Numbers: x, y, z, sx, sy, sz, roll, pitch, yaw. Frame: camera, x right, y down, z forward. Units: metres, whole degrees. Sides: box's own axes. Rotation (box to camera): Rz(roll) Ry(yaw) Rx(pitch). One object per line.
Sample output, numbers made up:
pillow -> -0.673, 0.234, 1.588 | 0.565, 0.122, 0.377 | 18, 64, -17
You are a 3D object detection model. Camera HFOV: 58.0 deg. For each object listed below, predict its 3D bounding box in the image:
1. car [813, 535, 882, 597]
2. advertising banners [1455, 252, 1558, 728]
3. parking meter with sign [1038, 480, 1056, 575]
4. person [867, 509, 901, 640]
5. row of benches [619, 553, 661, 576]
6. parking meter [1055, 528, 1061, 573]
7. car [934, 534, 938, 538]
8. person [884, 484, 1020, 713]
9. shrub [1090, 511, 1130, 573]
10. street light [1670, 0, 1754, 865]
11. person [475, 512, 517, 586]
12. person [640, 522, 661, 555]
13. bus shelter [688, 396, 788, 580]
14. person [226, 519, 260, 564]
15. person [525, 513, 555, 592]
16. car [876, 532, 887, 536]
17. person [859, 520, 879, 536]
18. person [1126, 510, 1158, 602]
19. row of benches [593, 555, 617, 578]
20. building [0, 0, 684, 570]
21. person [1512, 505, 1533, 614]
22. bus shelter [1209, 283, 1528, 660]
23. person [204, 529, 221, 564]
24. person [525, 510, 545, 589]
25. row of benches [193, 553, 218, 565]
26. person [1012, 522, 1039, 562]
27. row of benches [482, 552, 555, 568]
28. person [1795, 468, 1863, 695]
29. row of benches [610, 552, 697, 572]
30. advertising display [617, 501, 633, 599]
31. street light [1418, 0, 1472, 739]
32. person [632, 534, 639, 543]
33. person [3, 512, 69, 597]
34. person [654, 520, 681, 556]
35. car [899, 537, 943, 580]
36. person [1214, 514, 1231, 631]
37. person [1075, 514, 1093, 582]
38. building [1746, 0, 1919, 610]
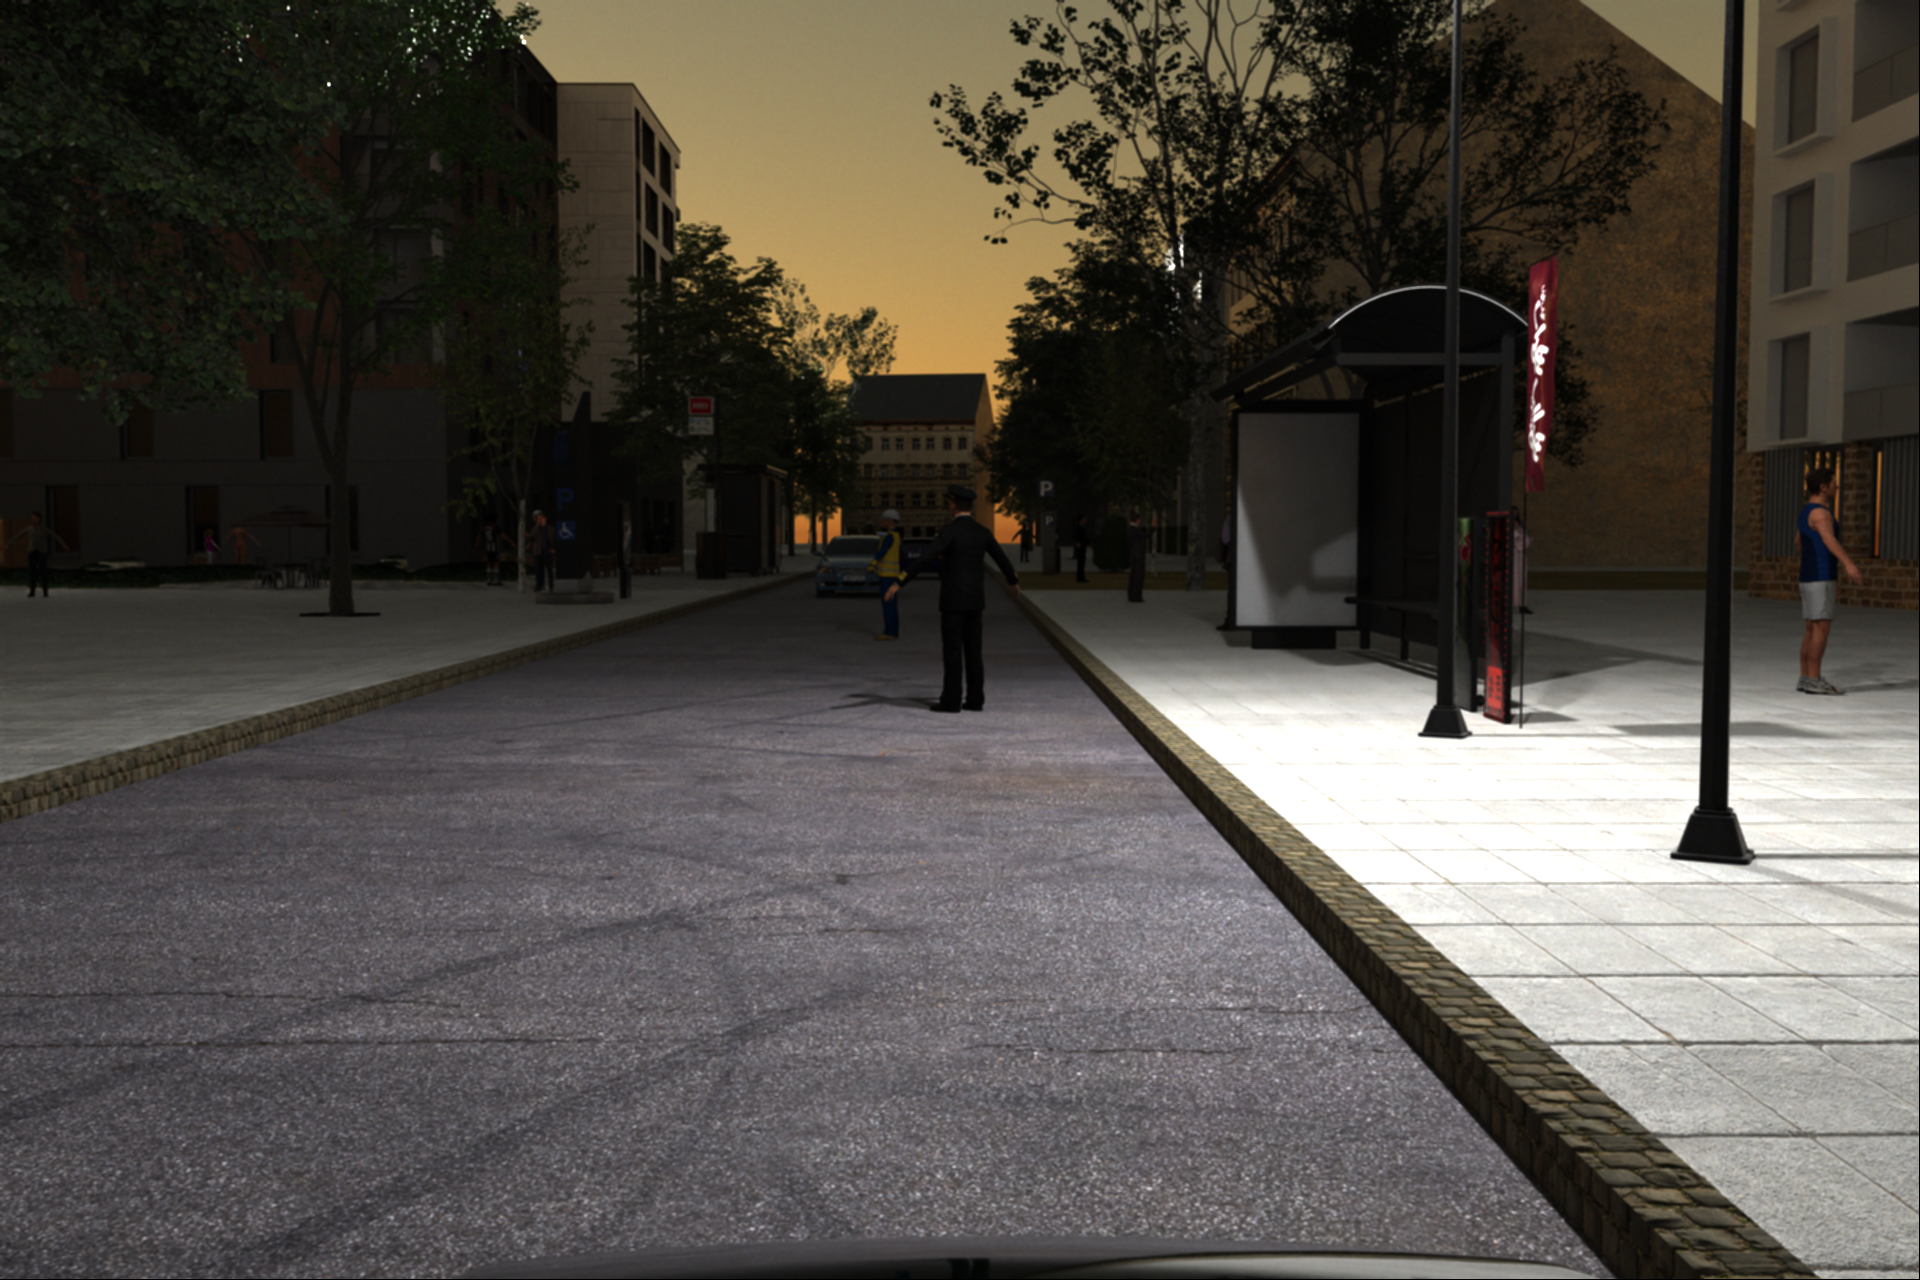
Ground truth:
car -> -2.402, -1.757, 40.731 | 2.014, 1.417, 4.499 | 0, 4, -1
advertising banners -> 3.695, -0.958, 11.853 | 0.090, 3.025, 2.074 | 0, 3, 0
parking meter with sign -> 2.798, -3.606, 55.218 | 0.543, 3.016, 1.738 | 0, 4, -1
person -> -1.035, -0.891, 23.488 | 0.721, 1.772, 1.216 | 1, 4, 13
row of benches -> -10.217, -2.433, 55.236 | 1.422, 0.672, 4.104 | -1, 4, -20
parking meter -> 3.112, -2.957, 56.757 | 0.372, 1.533, 0.369 | 0, 3, 0
car -> -1.103, -6.917, 121.893 | 1.959, 1.807, 4.718 | 0, 4, 0
person -> -0.004, -0.343, 13.999 | 1.347, 1.837, 0.705 | -3, 4, -37
shrub -> 5.067, -3.226, 56.793 | 1.661, 2.075, 1.752 | 0, 3, 0
street light -> 3.532, -2.089, 6.704 | 1.470, 5.913, 1.316 | 0, 4, 0
person -> -11.572, -2.254, 43.002 | 1.345, 1.843, 0.704 | 2, 4, 28
person -> -13.171, -4.136, 73.756 | 1.346, 1.812, 0.704 | 2, 4, 35
bus shelter -> -6.807, -4.614, 53.074 | 2.179, 5.291, 8.768 | 0, 4, 0
person -> -21.322, -2.731, 51.463 | 1.217, 1.733, 0.721 | 1, 4, 19
person -> -9.281, -1.947, 38.407 | 0.617, 1.759, 0.750 | 0, 4, 4
car -> -3.011, -3.362, 64.566 | 1.945, 1.707, 3.694 | 0, 3, 0
person -> -2.736, -2.692, 52.247 | 1.354, 1.858, 0.705 | -1, 4, -15
person -> 3.449, -1.576, 32.610 | 0.742, 1.727, 0.445 | 2, 4, 32
row of benches -> -10.831, -2.169, 50.922 | 1.422, 0.672, 4.104 | 0, 4, 1
building -> -28.700, -14.227, 76.587 | 27.936, 21.610, 32.646 | 0, 4, -1
person -> 8.905, -1.297, 27.918 | 0.551, 1.740, 0.621 | -2, 4, -23
bus shelter -> 3.798, -1.397, 16.762 | 2.014, 3.302, 5.546 | 0, 3, 0
person -> -21.741, -2.515, 50.379 | 0.991, 1.433, 0.599 | 3, 5, 44
person -> -9.915, -2.128, 40.650 | 0.705, 1.847, 1.347 | 0, 4, 1
row of benches -> -23.786, -2.392, 54.568 | 1.422, 0.672, 4.104 | -2, 4, -25
person -> 2.959, -4.467, 79.168 | 1.348, 1.813, 0.705 | 2, 4, 25
row of benches -> -14.222, -2.566, 57.413 | 4.104, 0.672, 1.422 | 2, 4, 29
person -> 6.944, -0.476, 13.950 | 0.704, 1.807, 1.345 | 1, 4, 11
row of benches -> -9.965, -2.635, 58.538 | 4.104, 0.672, 1.422 | 0, 4, -8
advertising display -> -6.692, -1.797, 34.599 | 0.123, 1.923, 0.974 | 0, 4, 0
street light -> 3.631, -2.343, 10.842 | 1.470, 5.913, 1.316 | 0, 4, 0
person -> -13.480, -3.930, 70.216 | 0.705, 1.833, 1.349 | 2, 4, 23
person -> -18.840, -1.747, 35.330 | 1.215, 1.744, 0.721 | -1, 4, -15
person -> -11.822, -3.914, 69.775 | 0.705, 1.856, 1.354 | 3, 5, 43
car -> -1.284, -2.646, 55.845 | 1.945, 1.354, 3.894 | 0, 4, -1
person -> 3.713, -1.046, 23.017 | 0.709, 1.838, 0.599 | -1, 4, -10
person -> 3.262, -2.445, 46.168 | 0.705, 1.806, 1.347 | 1, 4, 19
building -> 20.921, -10.770, 32.513 | 16.016, 20.090, 11.380 | 0, 4, 0
